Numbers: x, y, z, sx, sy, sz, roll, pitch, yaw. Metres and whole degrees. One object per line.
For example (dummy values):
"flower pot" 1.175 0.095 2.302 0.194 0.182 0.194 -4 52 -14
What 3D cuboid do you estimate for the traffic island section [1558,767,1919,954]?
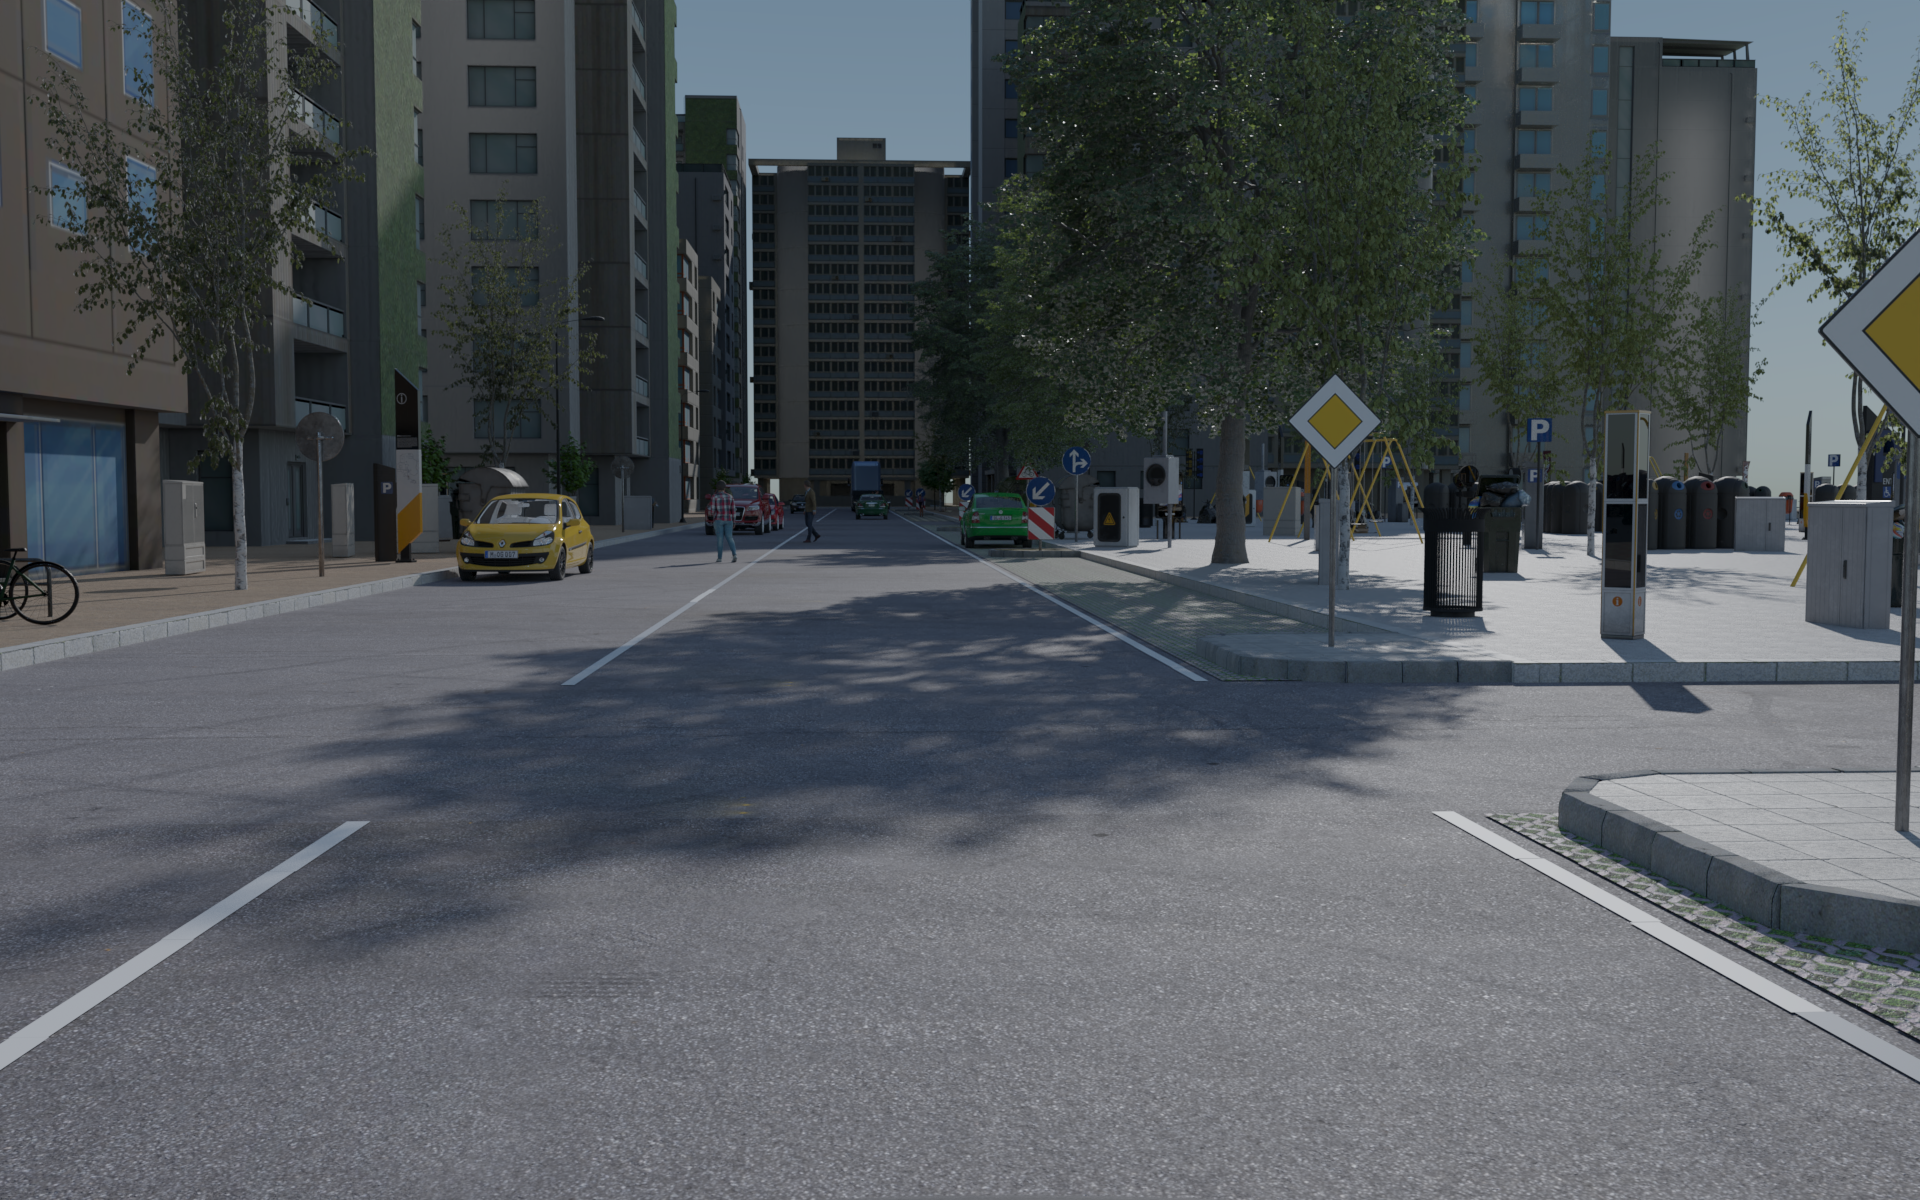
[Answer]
"traffic island section" 3.610 0.958 6.617 2.009 0.180 2.903 0 4 -3

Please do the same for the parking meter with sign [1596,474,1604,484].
"parking meter with sign" 24.251 -4.206 65.031 0.543 3.016 1.738 -2 4 -35

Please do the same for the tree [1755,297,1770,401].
"tree" 26.290 -6.751 60.742 4.737 8.622 4.395 0 3 0

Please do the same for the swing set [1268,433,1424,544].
"swing set" 10.139 -2.912 45.238 2.862 2.851 3.119 -2 4 -25

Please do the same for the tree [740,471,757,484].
"tree" -17.542 -9.008 141.875 1.663 3.219 1.824 0 3 0

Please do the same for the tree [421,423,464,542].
"tree" -14.258 -3.203 46.974 1.663 3.219 1.824 0 3 0

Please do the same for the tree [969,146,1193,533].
"tree" 3.970 -8.455 56.371 7.486 12.596 7.792 0 3 0

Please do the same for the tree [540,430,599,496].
"tree" -11.814 -3.520 52.145 1.663 3.219 1.824 0 3 0

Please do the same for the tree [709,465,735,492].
"tree" -15.709 -7.277 113.583 1.663 3.219 1.824 0 3 0

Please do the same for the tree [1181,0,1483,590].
"tree" 5.040 -4.426 22.735 4.737 8.622 4.395 0 3 0

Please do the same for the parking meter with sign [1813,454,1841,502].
"parking meter with sign" 37.433 -4.833 75.274 1.738 3.016 0.543 -2 4 -28

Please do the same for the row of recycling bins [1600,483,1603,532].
"row of recycling bins" 22.282 -3.113 58.004 1.069 1.692 3.534 -2 4 -24

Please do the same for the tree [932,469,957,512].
"tree" -0.972 -7.989 125.218 1.663 3.219 1.824 0 3 0

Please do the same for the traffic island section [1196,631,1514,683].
"traffic island section" 3.145 0.470 14.589 2.009 0.180 2.903 0 4 -3

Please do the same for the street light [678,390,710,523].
"street light" -11.839 -6.399 77.158 1.470 5.913 1.316 0 4 -3

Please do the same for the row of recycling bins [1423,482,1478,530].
"row of recycling bins" 18.064 -3.349 61.866 3.534 1.692 1.069 -2 4 -28

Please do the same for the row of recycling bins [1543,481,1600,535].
"row of recycling bins" 19.746 -3.027 56.610 1.069 1.692 3.534 0 4 4

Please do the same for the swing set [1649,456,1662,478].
"swing set" 28.181 -4.488 71.001 2.862 2.851 3.119 2 4 25

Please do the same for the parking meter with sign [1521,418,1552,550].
"parking meter with sign" 13.467 -2.713 40.625 0.543 3.016 1.738 1 4 12

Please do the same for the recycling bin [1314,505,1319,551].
"recycling bin" 8.377 -1.623 39.088 0.722 1.027 0.722 1 4 8

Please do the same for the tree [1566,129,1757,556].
"tree" 13.423 -5.233 35.924 4.737 8.622 4.395 0 3 0

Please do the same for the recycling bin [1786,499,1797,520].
"recycling bin" 40.545 -4.426 84.917 0.722 1.027 0.722 3 5 42

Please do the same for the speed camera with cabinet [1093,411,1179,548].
"speed camera with cabinet" 4.225 -2.895 41.676 2.038 3.252 0.660 2 4 34

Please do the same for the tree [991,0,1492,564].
"tree" 5.118 -7.660 31.890 9.857 13.997 8.962 0 3 0

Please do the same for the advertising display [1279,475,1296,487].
"advertising display" 10.946 -3.221 57.870 0.123 1.923 0.974 -1 4 -17

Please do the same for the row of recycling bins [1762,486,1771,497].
"row of recycling bins" 39.902 -4.980 88.532 1.069 1.692 3.534 -2 4 -25

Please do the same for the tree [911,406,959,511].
"tree" -1.539 -11.047 130.984 4.737 8.622 4.395 0 3 0

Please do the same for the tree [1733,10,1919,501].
"tree" 14.366 -4.682 26.908 4.360 8.622 3.978 0 3 0

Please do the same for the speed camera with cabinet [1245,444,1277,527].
"speed camera with cabinet" 11.391 -4.471 67.429 2.038 3.252 0.660 -2 4 -32

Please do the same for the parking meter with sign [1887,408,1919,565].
"parking meter with sign" 17.176 -2.139 31.241 0.543 3.016 1.738 3 5 40

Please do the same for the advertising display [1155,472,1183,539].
"advertising display" 5.965 -2.704 49.432 0.974 1.923 0.123 -2 4 -35

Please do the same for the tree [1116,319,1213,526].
"tree" 7.927 -7.253 68.947 4.360 8.622 3.978 0 3 0

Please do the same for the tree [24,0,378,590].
"tree" -9.862 -4.436 22.885 4.360 8.622 3.978 0 3 0

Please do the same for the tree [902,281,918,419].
"tree" 2.117 -10.540 78.992 9.857 13.997 8.962 0 3 0

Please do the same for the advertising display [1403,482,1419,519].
"advertising display" 23.255 -5.164 89.651 0.974 1.923 0.123 0 4 -7

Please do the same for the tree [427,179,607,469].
"tree" -10.893 -5.582 41.636 4.360 8.622 3.978 0 3 0

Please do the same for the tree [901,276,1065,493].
"tree" 2.015 -11.036 90.815 12.009 13.543 11.850 0 3 0

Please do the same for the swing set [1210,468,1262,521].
"swing set" 12.827 -5.043 80.072 2.862 2.851 3.119 0 4 -2

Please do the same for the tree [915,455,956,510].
"tree" -1.936 -9.431 137.906 4.285 4.588 4.351 0 3 0

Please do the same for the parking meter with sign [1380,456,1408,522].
"parking meter with sign" 19.858 -5.061 79.000 0.543 3.016 1.738 -1 4 -19

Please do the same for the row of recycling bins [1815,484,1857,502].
"row of recycling bins" 35.586 -3.791 69.095 3.534 1.692 1.069 -2 4 -24

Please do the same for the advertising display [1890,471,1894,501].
"advertising display" 26.534 -2.639 48.369 0.974 1.923 0.123 1 4 18

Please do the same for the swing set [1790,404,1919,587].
"swing set" 12.770 -1.506 22.238 2.862 2.851 3.119 0 4 5

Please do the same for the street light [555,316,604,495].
"street light" -9.992 -4.455 45.386 1.470 5.913 1.316 0 4 -3

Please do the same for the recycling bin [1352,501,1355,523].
"recycling bin" 13.798 -3.057 62.530 0.722 1.027 0.722 0 4 -7
